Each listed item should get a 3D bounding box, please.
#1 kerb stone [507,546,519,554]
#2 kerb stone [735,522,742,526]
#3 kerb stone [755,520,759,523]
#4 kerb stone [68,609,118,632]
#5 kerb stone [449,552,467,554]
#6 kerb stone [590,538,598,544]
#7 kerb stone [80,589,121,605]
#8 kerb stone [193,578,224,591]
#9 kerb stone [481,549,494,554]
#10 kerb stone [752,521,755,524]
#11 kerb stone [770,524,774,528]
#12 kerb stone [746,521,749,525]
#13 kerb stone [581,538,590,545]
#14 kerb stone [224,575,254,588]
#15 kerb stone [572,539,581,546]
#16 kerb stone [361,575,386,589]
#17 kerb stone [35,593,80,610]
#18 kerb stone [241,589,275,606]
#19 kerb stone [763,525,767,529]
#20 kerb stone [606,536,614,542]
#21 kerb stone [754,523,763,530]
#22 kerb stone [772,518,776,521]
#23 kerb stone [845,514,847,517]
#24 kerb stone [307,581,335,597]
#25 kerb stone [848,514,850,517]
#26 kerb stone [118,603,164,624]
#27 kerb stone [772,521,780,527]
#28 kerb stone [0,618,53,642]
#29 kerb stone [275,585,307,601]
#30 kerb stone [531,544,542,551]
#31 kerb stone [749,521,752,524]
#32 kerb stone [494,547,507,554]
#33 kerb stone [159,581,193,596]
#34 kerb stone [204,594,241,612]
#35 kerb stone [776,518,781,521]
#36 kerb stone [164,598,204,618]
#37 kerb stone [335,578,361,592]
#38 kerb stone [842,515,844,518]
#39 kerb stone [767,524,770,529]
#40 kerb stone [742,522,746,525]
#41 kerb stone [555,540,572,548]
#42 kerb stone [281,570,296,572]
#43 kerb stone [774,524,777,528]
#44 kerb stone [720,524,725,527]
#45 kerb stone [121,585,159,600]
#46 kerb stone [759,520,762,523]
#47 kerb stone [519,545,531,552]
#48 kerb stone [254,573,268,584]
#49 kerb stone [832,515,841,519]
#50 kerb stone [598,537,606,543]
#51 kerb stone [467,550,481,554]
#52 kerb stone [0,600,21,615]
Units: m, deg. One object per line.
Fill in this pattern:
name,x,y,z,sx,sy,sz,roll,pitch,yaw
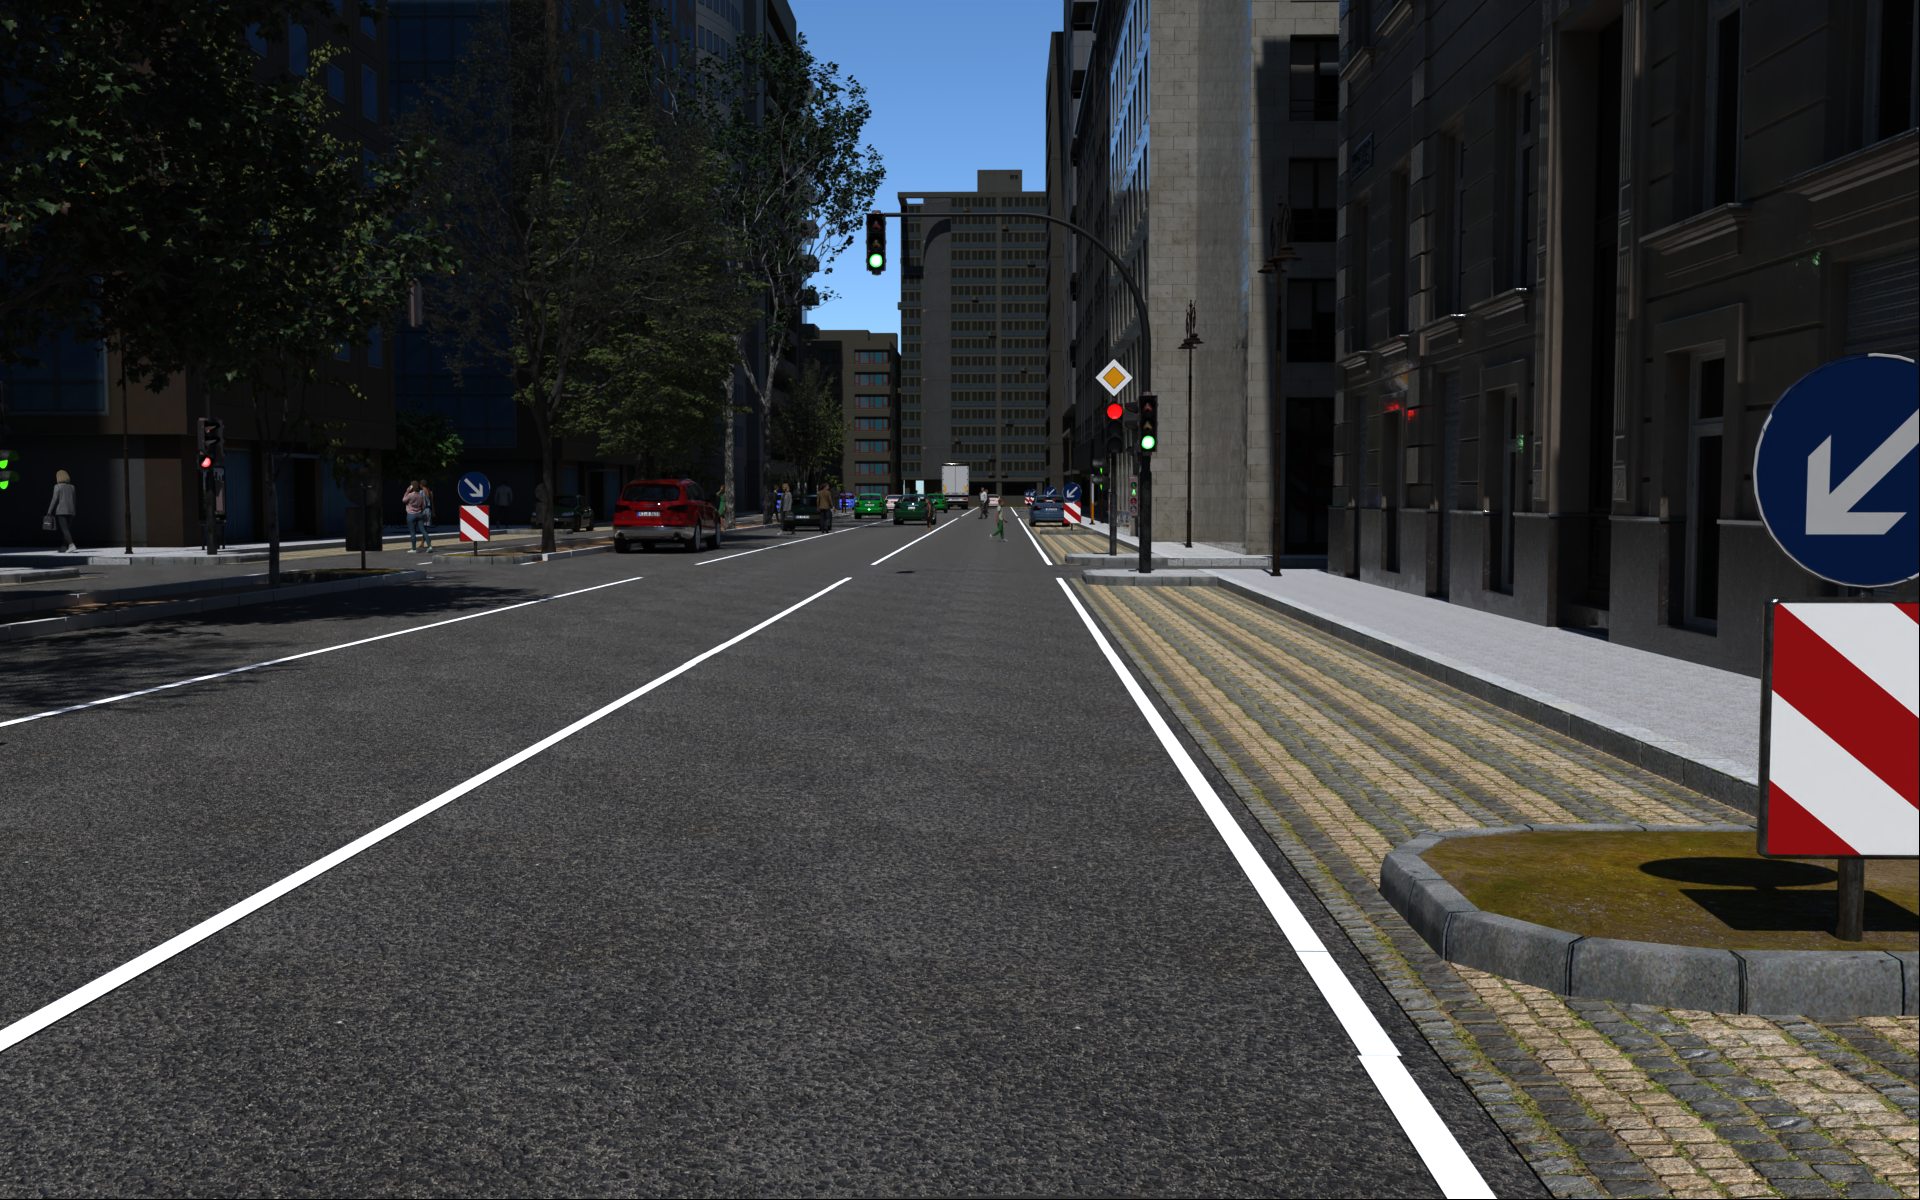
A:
kerb stone,-10.861,-1.189,41.638,0.120,0.150,1.000,0,4,1
kerb stone,-9.989,-3.378,77.536,0.120,0.150,1.000,0,4,1
kerb stone,-9.858,-3.698,82.662,0.120,0.150,1.000,0,4,1
kerb stone,-9.326,0.227,18.481,0.120,0.150,1.000,0,4,1
kerb stone,-10.959,-0.937,37.523,0.120,0.150,1.000,0,4,1
kerb stone,-10.657,-1.691,49.848,0.120,0.150,1.000,0,4,1
kerb stone,-11.323,-0.028,22.658,0.120,0.150,1.000,0,4,1
kerb stone,-11.253,-0.216,25.726,0.120,0.150,1.000,0,4,1
kerb stone,-10.915,-1.063,39.589,0.120,0.150,1.000,0,4,1
kerb stone,-9.893,-3.632,81.640,0.120,0.150,1.000,0,4,1
kerb stone,-8.015,-3.064,72.294,0.120,0.150,1.000,0,4,1
kerb stone,-9.935,-3.508,79.590,0.120,0.150,1.000,0,4,1
kerb stone,-10.685,-1.629,48.823,0.120,0.150,1.000,0,4,1
kerb stone,-11.223,-0.277,26.752,0.120,0.150,1.000,0,4,1
kerb stone,-10.707,-1.566,47.797,0.120,0.150,1.000,0,4,1
kerb stone,-9.122,-0.274,26.676,0.120,0.150,1.000,0,4,1
kerb stone,-11.347,0.035,21.630,0.120,0.150,1.000,0,4,1
kerb stone,-9.230,-0.020,22.580,0.120,0.150,1.000,0,4,1
kerb stone,-8.071,-2.939,70.248,0.120,0.150,1.000,0,4,1
kerb stone,-10.612,-1.816,51.896,0.120,0.150,1.000,0,4,1
kerb stone,-8.087,-2.875,69.226,0.120,0.150,1.000,0,4,1
kerb stone,-9.711,-4.070,88.806,0.120,0.150,1.000,0,4,1
kerb stone,-7.186,-5.135,106.150,0.120,0.150,1.000,0,4,1
kerb stone,-9.173,-0.149,24.627,0.120,0.150,1.000,0,4,1
kerb stone,-7.136,-5.261,108.205,0.120,0.150,1.000,0,4,1
kerb stone,-9.297,0.165,19.504,0.120,0.150,1.000,0,4,1
kerb stone,-7.964,-3.190,74.349,0.120,0.150,1.000,0,4,1
kerb stone,-9.345,0.290,17.460,0.120,0.150,1.000,0,4,1
kerb stone,-9.198,-0.084,23.605,0.120,0.150,1.000,0,4,1
kerb stone,-10.813,-1.315,43.699,0.120,0.150,1.000,0,4,1
kerb stone,-9.920,-3.573,80.618,0.120,0.150,1.000,0,4,1
kerb stone,-10.889,-1.119,40.612,0.120,0.150,1.000,0,4,1
kerb stone,-11.275,-0.153,24.702,0.120,0.150,1.000,0,4,1
kerb stone,-9.256,0.039,21.555,0.120,0.150,1.000,0,4,1
kerb stone,-9.664,-4.199,90.856,0.120,0.150,1.000,0,4,1
kerb stone,-9.280,0.103,20.526,0.120,0.150,1.000,0,4,1
kerb stone,-9.150,-0.211,25.648,0.120,0.150,1.000,0,4,1
kerb stone,-7.244,-5.009,104.099,0.120,0.150,1.000,0,4,1
kerb stone,-8.033,-3.002,71.270,0.120,0.150,1.000,0,4,1
kerb stone,-9.963,-3.447,78.565,0.120,0.150,1.000,0,4,1
kerb stone,-10.736,-1.503,46.772,0.120,0.150,1.000,0,4,1
kerb stone,-11.176,-0.404,28.795,0.120,0.150,1.000,0,4,1
kerb stone,-7.982,-3.127,73.323,0.120,0.150,1.000,0,4,1
kerb stone,-10.082,-3.130,73.446,0.120,0.150,1.000,0,4,1
kerb stone,-11.295,-0.091,23.680,0.120,0.150,1.000,0,4,1
kerb stone,-9.839,-3.761,83.695,0.120,0.150,1.000,0,4,1
kerb stone,-10.835,-1.251,42.673,0.120,0.150,1.000,0,4,1
kerb stone,-11.198,-0.341,27.774,0.120,0.150,1.000,0,4,1
kerb stone,-7.285,-4.884,102.047,0.120,0.150,1.000,0,4,1
kerb stone,-10.635,-1.752,50.874,0.120,0.150,1.000,0,4,1
kerb stone,-10.936,-0.997,38.560,0.120,0.150,1.000,0,4,1
kerb stone,-11.375,0.100,20.609,0.120,0.150,1.000,0,4,1
